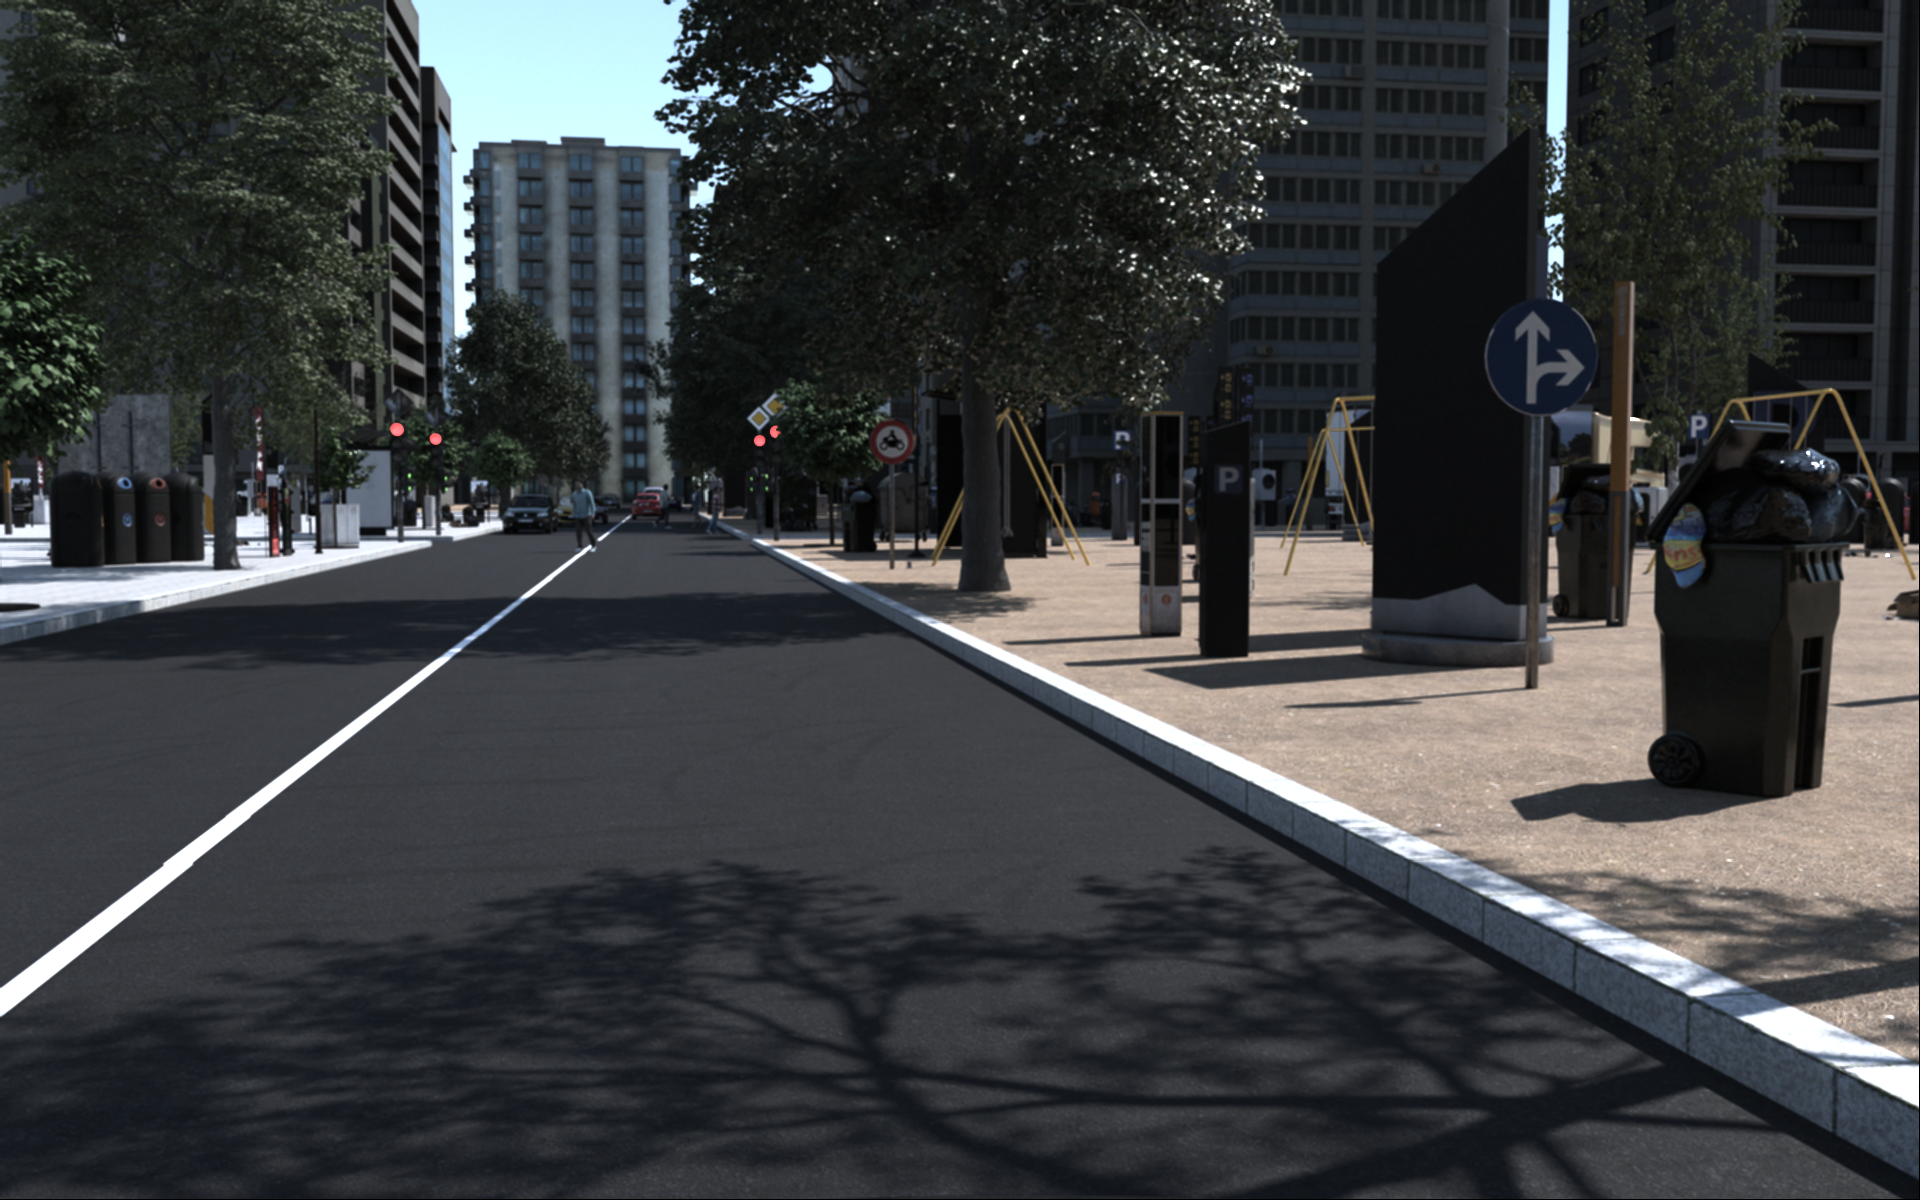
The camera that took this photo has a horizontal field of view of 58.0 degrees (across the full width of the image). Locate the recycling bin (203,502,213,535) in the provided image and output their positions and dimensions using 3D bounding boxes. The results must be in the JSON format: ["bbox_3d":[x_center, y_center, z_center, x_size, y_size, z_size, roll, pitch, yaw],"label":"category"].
[{"bbox_3d":[-23.606,-2.585,54.813,0.722,1.027,0.722,2,4,24],"label":"recycling bin"}]

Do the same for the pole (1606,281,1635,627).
[{"bbox_3d":[6.386,-1.400,16.740,0.158,3.312,0.155,0,3,0],"label":"pole"}]

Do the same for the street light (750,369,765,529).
[{"bbox_3d":[-7.471,-5.585,64.095,0.468,5.910,1.993,-1,4,-10],"label":"street light"}]

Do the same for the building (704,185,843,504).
[{"bbox_3d":[-20.977,-35.716,238.585,28.867,44.769,22.147,-1,4,-10],"label":"building"}]

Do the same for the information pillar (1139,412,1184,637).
[{"bbox_3d":[1.815,-0.681,15.629,0.304,2.012,0.304,-1,4,-14],"label":"information pillar"}]

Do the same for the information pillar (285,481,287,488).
[{"bbox_3d":[-36.910,-5.505,94.497,0.304,2.012,0.304,0,4,4],"label":"information pillar"}]

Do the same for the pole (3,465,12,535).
[{"bbox_3d":[-30.180,-3.731,54.845,0.158,3.312,0.155,0,3,0],"label":"pole"}]

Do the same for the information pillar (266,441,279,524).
[{"bbox_3d":[-29.048,-5.003,73.151,0.504,3.616,0.183,0,4,-6],"label":"information pillar"}]

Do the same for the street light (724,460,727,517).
[{"bbox_3d":[-13.152,-7.587,96.843,0.468,5.910,1.993,-1,4,-10],"label":"street light"}]

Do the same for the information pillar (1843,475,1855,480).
[{"bbox_3d":[33.645,-3.737,65.594,0.304,2.012,0.304,-1,4,-18],"label":"information pillar"}]

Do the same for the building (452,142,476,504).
[{"bbox_3d":[-80.212,-39.260,231.137,27.495,52.752,28.713,-1,4,-10],"label":"building"}]

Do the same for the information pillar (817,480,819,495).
[{"bbox_3d":[-9.924,-7.871,120.052,0.183,3.616,0.504,-3,5,-40],"label":"information pillar"}]

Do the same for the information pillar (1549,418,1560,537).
[{"bbox_3d":[17.634,-3.683,51.567,0.183,3.616,0.504,-2,4,-24],"label":"information pillar"}]

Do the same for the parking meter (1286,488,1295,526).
[{"bbox_3d":[13.497,-3.812,70.741,0.372,1.533,0.369,0,3,0],"label":"parking meter"}]

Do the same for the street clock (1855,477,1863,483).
[{"bbox_3d":[37.669,-4.175,72.835,0.471,2.002,0.358,0,4,-6],"label":"street clock"}]

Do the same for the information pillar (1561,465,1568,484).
[{"bbox_3d":[15.409,-2.404,43.794,0.304,2.012,0.304,-3,5,-41],"label":"information pillar"}]

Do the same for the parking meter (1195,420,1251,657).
[{"bbox_3d":[2.073,-0.487,13.675,0.399,1.863,0.255,0,4,-4],"label":"parking meter"}]

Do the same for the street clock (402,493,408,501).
[{"bbox_3d":[-24.938,-4.490,77.976,0.471,2.002,0.358,2,4,34],"label":"street clock"}]

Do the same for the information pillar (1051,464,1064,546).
[{"bbox_3d":[2.413,-2.342,42.783,0.304,2.012,0.304,0,4,7],"label":"information pillar"}]

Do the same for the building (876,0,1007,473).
[{"bbox_3d":[-0.205,-28.261,145.660,14.154,41.232,14.086,-1,4,-10],"label":"building"}]

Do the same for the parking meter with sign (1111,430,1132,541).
[{"bbox_3d":[4.466,-3.184,48.321,0.543,3.016,1.738,0,4,2],"label":"parking meter with sign"}]

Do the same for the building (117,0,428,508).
[{"bbox_3d":[-58.227,-32.049,147.703,21.300,48.544,21.600,-1,4,-10],"label":"building"}]

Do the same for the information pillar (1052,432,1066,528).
[{"bbox_3d":[3.709,-4.494,64.826,0.504,3.616,0.183,-1,4,-13],"label":"information pillar"}]

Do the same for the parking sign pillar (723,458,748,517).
[{"bbox_3d":[-12.843,-6.764,99.062,1.447,3.967,1.447,1,4,10],"label":"parking sign pillar"}]

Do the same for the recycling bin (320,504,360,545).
[{"bbox_3d":[-15.695,-1.911,43.801,0.722,1.027,0.722,3,5,39],"label":"recycling bin"}]

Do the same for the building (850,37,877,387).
[{"bbox_3d":[-2.422,-31.184,159.971,14.600,45.320,14.200,-1,4,-10],"label":"building"}]

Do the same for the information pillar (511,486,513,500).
[{"bbox_3d":[-28.136,-7.179,108.735,0.183,3.616,0.504,0,4,-5],"label":"information pillar"}]

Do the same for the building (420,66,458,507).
[{"bbox_3d":[-60.029,-32.274,177.789,14.200,45.320,14.600,-1,4,-10],"label":"building"}]

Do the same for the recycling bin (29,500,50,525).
[{"bbox_3d":[-38.754,-3.705,73.135,0.722,1.027,0.722,1,4,8],"label":"recycling bin"}]

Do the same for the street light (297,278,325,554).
[{"bbox_3d":[-13.824,-3.938,37.167,0.468,5.910,1.993,-1,4,-10],"label":"street light"}]

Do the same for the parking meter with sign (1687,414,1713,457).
[{"bbox_3d":[16.803,-2.565,38.196,1.738,3.016,0.543,-2,4,-32],"label":"parking meter with sign"}]

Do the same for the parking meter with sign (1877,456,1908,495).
[{"bbox_3d":[42.663,-5.042,78.697,1.738,3.016,0.543,1,4,17],"label":"parking meter with sign"}]

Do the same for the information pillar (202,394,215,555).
[{"bbox_3d":[-15.663,-2.760,36.480,0.504,3.616,0.183,-1,4,-8],"label":"information pillar"}]

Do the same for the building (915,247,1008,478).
[{"bbox_3d":[12.622,-16.854,120.598,27.650,21.520,28.899,-1,4,-10],"label":"building"}]

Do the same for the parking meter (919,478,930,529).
[{"bbox_3d":[-1.320,-3.514,63.169,0.399,1.863,0.255,1,4,16],"label":"parking meter"}]

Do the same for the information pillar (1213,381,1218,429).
[{"bbox_3d":[4.870,-2.515,32.475,0.183,3.616,0.504,-1,4,-12],"label":"information pillar"}]

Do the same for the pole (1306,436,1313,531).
[{"bbox_3d":[12.304,-4.101,60.889,0.158,3.312,0.155,0,3,0],"label":"pole"}]

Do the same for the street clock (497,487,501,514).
[{"bbox_3d":[-27.915,-6.161,105.296,0.358,2.002,0.471,2,4,31],"label":"street clock"}]

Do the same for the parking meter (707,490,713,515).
[{"bbox_3d":[-15.528,-6.078,107.782,0.372,1.533,0.369,0,3,0],"label":"parking meter"}]

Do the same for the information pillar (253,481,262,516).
[{"bbox_3d":[-40.991,-5.907,101.066,0.304,2.012,0.304,2,4,33],"label":"information pillar"}]

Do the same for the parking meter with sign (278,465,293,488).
[{"bbox_3d":[-40.375,-6.594,104.070,0.543,3.016,1.738,0,4,3],"label":"parking meter with sign"}]

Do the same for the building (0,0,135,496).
[{"bbox_3d":[-94.291,-38.278,167.845,28.212,58.520,21.231,-1,4,-10],"label":"building"}]

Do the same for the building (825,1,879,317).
[{"bbox_3d":[1.319,-36.225,181.512,28.713,52.752,27.495,-1,4,-10],"label":"building"}]

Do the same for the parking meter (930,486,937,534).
[{"bbox_3d":[-0.780,-2.884,55.565,0.372,1.533,0.369,0,3,0],"label":"parking meter"}]

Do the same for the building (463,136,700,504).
[{"bbox_3d":[-50.827,-37.635,234.942,30.456,49.044,23.786,-1,4,-10],"label":"building"}]

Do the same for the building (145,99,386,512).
[{"bbox_3d":[-51.939,-21.971,130.928,14.160,30.474,14.107,-1,4,-10],"label":"building"}]
